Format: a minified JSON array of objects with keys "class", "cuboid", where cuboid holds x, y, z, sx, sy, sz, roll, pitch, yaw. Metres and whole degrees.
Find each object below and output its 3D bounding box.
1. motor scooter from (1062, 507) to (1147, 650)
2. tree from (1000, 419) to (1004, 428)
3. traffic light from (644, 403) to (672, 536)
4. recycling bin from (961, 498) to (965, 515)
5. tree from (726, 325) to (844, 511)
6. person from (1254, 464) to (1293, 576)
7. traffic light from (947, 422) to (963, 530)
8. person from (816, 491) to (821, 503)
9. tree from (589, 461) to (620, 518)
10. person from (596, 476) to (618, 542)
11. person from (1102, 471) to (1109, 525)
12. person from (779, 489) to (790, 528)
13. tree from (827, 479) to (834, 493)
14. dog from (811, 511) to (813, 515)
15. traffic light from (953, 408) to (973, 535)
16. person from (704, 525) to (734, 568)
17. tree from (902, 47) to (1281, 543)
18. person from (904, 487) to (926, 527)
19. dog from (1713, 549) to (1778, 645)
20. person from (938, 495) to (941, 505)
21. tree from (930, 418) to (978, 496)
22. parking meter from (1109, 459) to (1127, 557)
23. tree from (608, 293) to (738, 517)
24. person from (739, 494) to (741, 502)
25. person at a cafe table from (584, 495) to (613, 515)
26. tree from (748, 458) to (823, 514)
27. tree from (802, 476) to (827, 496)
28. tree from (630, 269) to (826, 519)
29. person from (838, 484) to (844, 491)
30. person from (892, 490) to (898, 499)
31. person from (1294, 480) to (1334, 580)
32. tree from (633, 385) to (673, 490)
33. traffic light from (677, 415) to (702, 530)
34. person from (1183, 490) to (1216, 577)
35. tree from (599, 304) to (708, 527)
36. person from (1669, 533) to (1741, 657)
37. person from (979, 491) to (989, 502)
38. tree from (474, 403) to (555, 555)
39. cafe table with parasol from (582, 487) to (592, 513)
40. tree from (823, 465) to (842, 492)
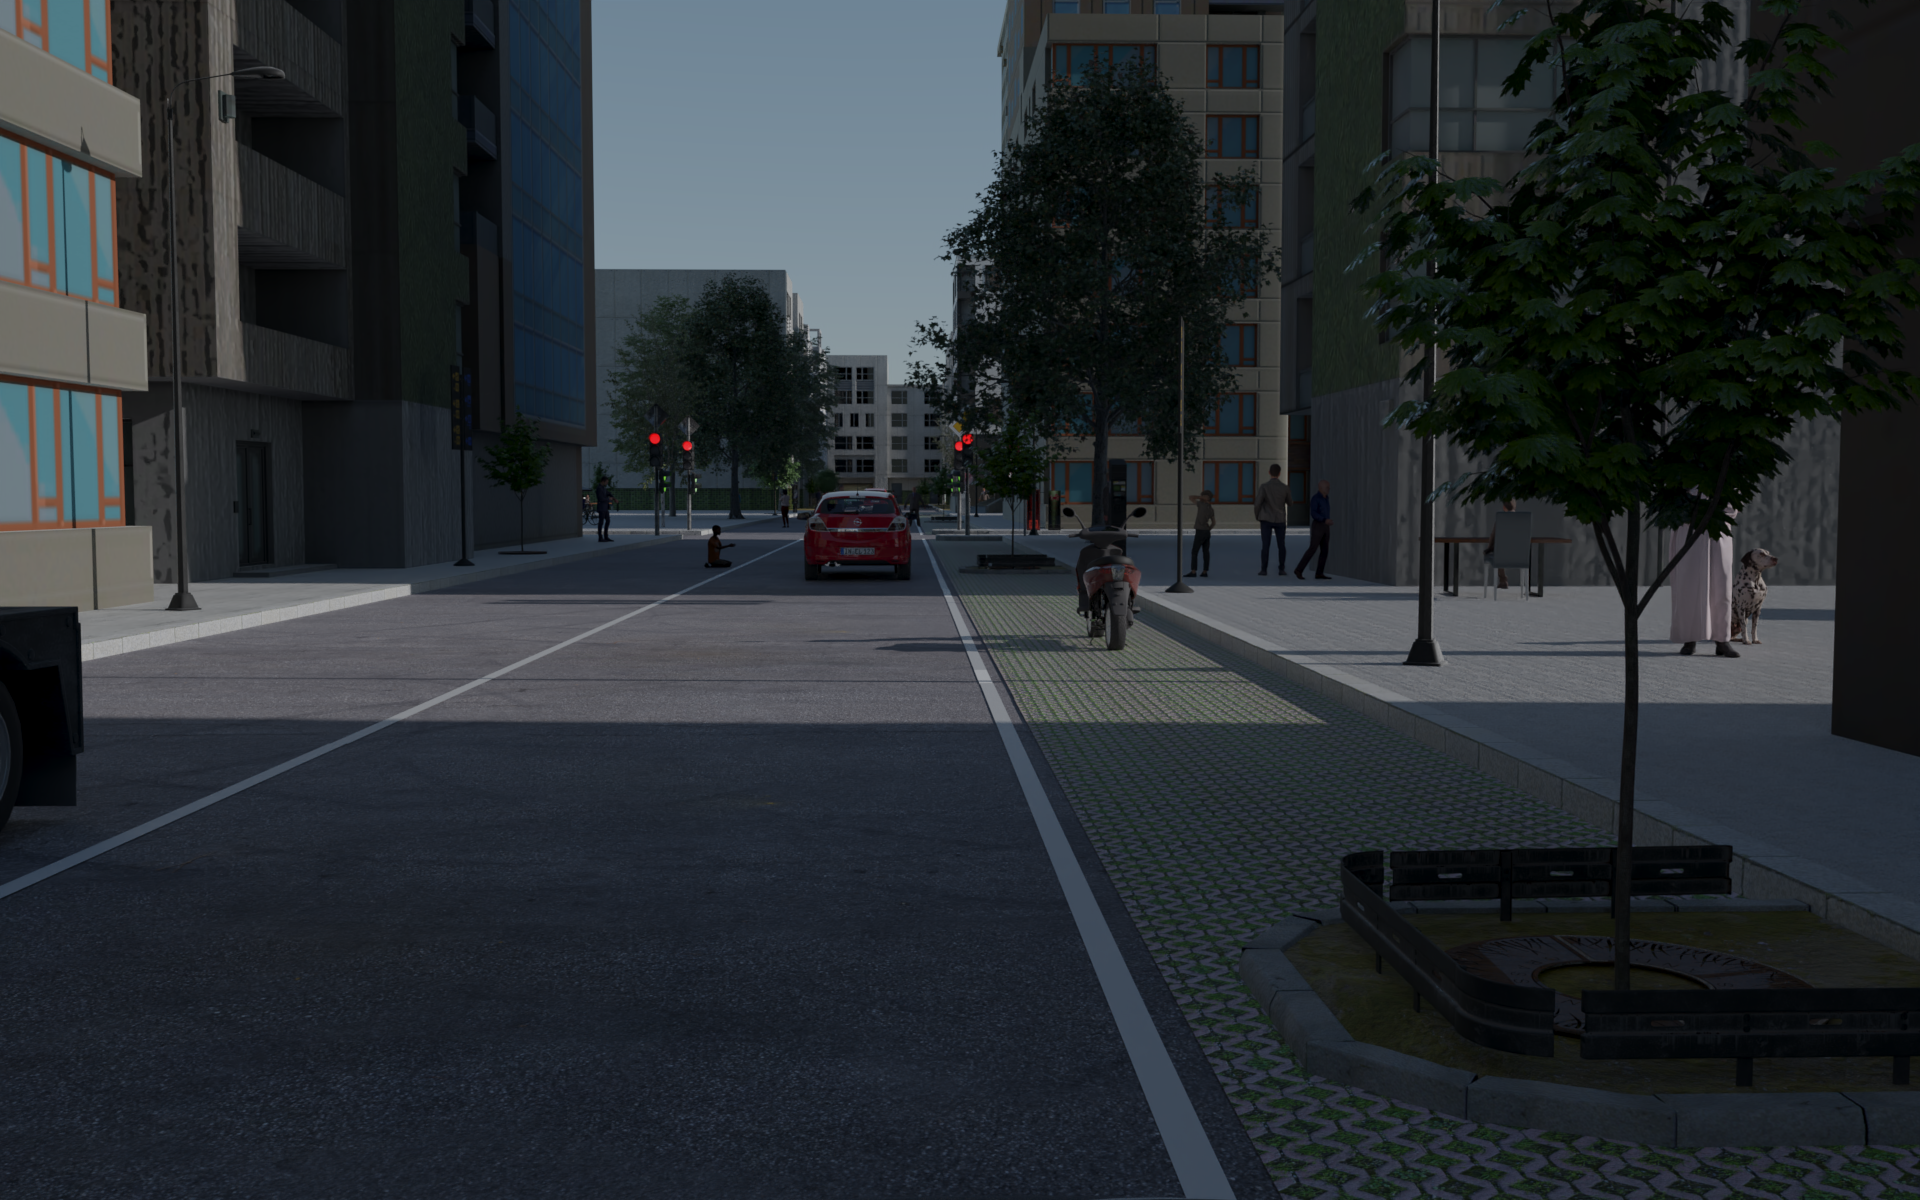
[{"class":"motor scooter","cuboid":[1.388,-0.225,16.452,0.815,1.314,1.986,0,4,-3]},{"class":"tree","cuboid":[4.333,-9.759,109.920,4.737,8.622,4.395,0,3,0]},{"class":"traffic light","cuboid":[-9.343,-3.945,53.425,0.839,4.253,0.868,0,4,-2]},{"class":"recycling bin","cuboid":[0.245,-5.777,107.016,0.722,1.027,0.722,0,4,-1]},{"class":"tree","cuboid":[-13.436,-13.629,129.487,9.857,13.997,8.962,0,3,0]},{"class":"person","cuboid":[4.963,-1.277,27.449,0.617,1.759,0.750,1,4,8]},{"class":"traffic light","cuboid":[-0.045,-4.453,61.729,0.839,4.253,0.868,0,4,-2]},{"class":"person","cuboid":[-14.565,-10.485,178.388,0.541,1.710,0.530,1,4,8]},{"class":"tree","cuboid":[-19.355,-6.008,92.829,1.663,3.219,1.824,0,3,0]},{"class":"person","cuboid":[-9.414,-2.433,46.267,0.568,1.767,0.683,0,4,0]},{"class":"person","cuboid":[3.172,-1.778,35.671,0.434,1.755,0.990,2,4,28]},{"class":"person","cuboid":[-7.503,-3.914,73.958,0.517,1.644,0.566,1,4,11]},{"class":"tree","cuboid":[-14.387,-11.550,183.449,1.663,3.219,1.824,0,3,0]},{"class":"dog","cuboid":[-8.539,-5.004,102.002,0.748,0.427,0.550,-1,4,-12]},{"class":"traffic light","cuboid":[0.213,-3.965,53.748,0.839,4.253,0.868,0,4,-2]},{"class":"person","cuboid":[-4.668,-1.043,33.831,0.655,0.850,0.859,1,4,14]},{"class":"tree","cuboid":[3.672,-7.825,44.949,9.611,12.733,9.660,0,3,0]},{"class":"person","cuboid":[-1.981,-4.085,75.839,0.990,1.755,0.434,0,4,3]},{"class":"dog","cuboid":[6.784,-0.041,15.048,0.513,0.831,0.800,1,4,21]},{"class":"person","cuboid":[-2.311,-11.498,194.552,0.721,1.766,1.217,-1,4,-9]},{"class":"tree","cuboid":[-0.463,-11.877,144.559,4.360,8.622,3.978,0,3,0]},{"class":"parking meter","cuboid":[2.614,-1.408,28.730,0.255,1.863,0.399,0,4,-3]},{"class":"tree","cuboid":[-15.962,-11.027,98.411,7.486,12.596,7.792,0,3,0]},{"class":"person","cuboid":[-17.191,-7.681,133.338,0.593,1.614,0.444,0,4,8]},{"class":"person at a cafe table","cuboid":[-22.998,-5.959,108.286,1.726,1.238,1.698,3,5,40]},{"class":"tree","cuboid":[-12.078,-7.878,112.524,4.285,4.588,4.351,0,3,0]},{"class":"tree","cuboid":[-13.199,-9.803,154.887,1.663,3.219,1.824,0,3,0]},{"class":"tree","cuboid":[-11.556,-10.488,88.484,9.611,12.733,9.660,0,3,0]},{"class":"person","cuboid":[-4.643,-3.598,67.460,0.434,1.807,0.598,2,4,28]},{"class":"person","cuboid":[-4.883,-7.178,126.675,0.655,1.722,0.431,-1,4,-16]},{"class":"person","cuboid":[5.400,-1.052,25.941,0.574,1.496,0.600,-2,4,-25]},{"class":"tree","cuboid":[-18.704,-9.699,108.940,4.737,8.622,4.395,0,3,0]},{"class":"traffic light","cuboid":[-9.600,-4.433,61.406,0.839,4.253,0.868,0,4,-2]},{"class":"person","cuboid":[3.703,-1.029,26.775,0.340,1.345,0.435,3,5,45]},{"class":"tree","cuboid":[-11.540,-7.101,66.467,4.360,8.622,3.978,0,3,0]},{"class":"person","cuboid":[5.886,-0.432,13.772,0.551,1.740,0.621,0,4,-6]},{"class":"person","cuboid":[1.990,-8.270,141.805,0.990,1.755,0.434,-1,4,-23]},{"class":"tree","cuboid":[-9.507,-2.592,36.979,1.663,3.219,1.824,0,3,0]},{"class":"cafe table with parasol","cuboid":[-22.389,-5.810,99.853,2.610,1.966,2.610,2,4,30]},{"class":"tree","cuboid":[-14.850,-12.879,194.288,4.285,4.588,4.351,0,3,0]}]
